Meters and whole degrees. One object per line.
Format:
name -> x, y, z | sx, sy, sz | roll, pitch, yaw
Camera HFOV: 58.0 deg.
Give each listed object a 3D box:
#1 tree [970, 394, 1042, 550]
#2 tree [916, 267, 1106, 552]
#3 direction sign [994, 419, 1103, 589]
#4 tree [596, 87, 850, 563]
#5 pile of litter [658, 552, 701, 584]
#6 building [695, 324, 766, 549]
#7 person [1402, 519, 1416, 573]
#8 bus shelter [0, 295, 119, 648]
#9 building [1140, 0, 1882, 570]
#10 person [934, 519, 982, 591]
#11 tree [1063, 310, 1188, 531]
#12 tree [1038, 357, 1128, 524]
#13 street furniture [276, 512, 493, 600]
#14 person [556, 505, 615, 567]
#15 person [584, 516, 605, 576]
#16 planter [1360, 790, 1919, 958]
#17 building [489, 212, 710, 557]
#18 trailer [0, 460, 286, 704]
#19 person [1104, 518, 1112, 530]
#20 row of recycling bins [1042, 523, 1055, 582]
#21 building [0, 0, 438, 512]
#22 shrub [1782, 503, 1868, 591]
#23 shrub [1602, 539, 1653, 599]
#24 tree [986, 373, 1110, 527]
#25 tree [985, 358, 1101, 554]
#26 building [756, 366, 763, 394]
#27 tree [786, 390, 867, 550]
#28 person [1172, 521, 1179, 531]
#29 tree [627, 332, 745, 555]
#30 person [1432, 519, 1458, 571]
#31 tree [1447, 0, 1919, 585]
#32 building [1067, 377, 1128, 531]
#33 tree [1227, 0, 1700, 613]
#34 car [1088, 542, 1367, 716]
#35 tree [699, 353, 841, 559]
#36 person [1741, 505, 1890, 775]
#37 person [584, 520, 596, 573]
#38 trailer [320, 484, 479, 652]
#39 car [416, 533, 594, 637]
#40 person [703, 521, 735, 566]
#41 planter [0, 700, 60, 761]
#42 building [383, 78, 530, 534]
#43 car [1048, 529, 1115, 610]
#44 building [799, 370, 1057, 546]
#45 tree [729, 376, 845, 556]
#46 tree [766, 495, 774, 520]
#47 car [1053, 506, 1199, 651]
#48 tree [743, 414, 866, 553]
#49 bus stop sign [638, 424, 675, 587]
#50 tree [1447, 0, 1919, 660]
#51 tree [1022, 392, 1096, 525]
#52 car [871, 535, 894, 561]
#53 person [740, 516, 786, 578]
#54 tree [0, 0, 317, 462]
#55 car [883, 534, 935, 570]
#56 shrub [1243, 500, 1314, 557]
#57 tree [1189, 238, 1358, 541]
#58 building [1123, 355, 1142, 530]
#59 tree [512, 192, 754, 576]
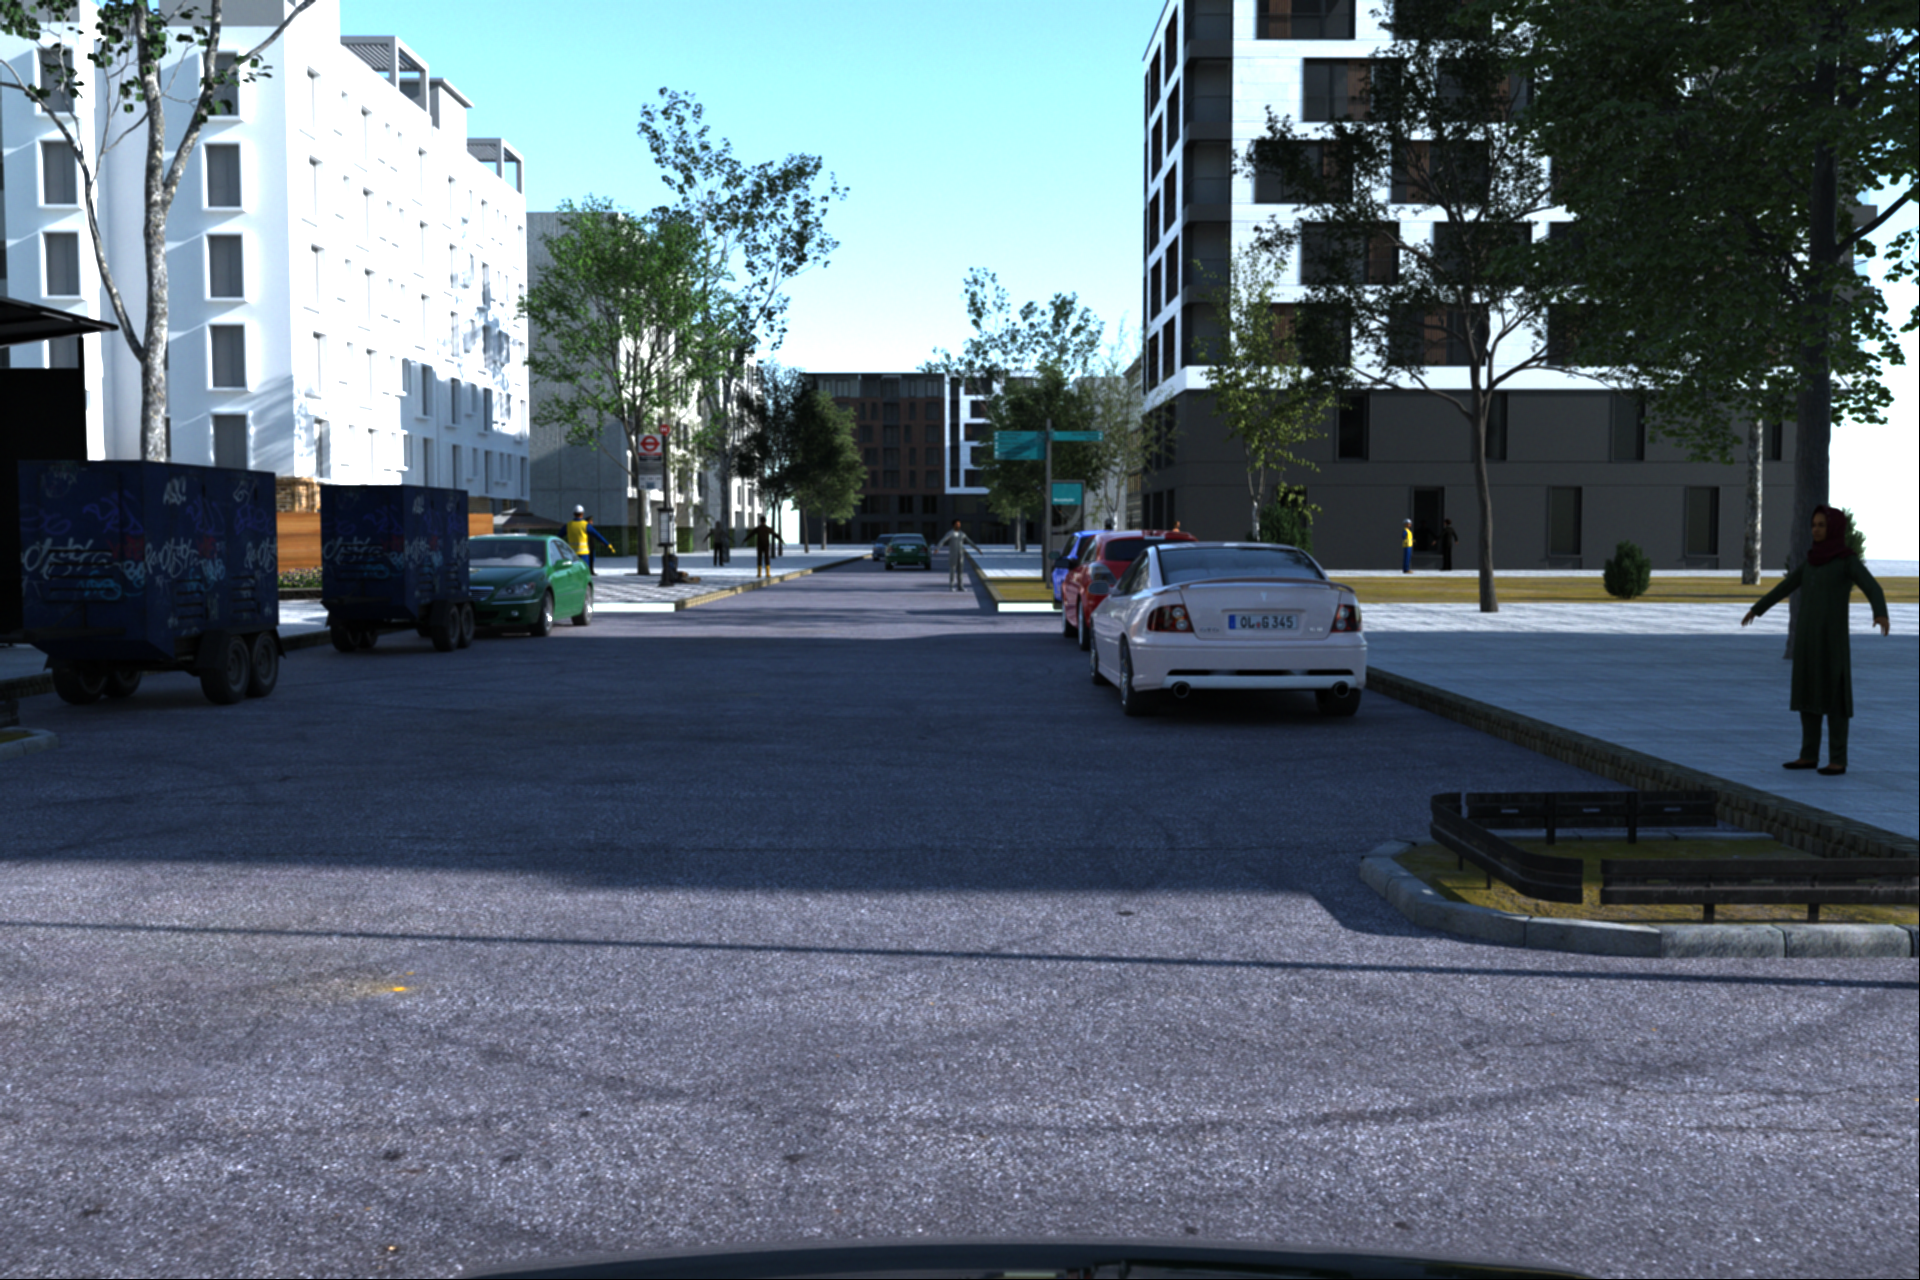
tree -> 4.682, -13.445, 137.947 | 7.486, 12.596, 7.792 | 0, 3, 0
tree -> 3.146, -16.430, 124.521 | 12.611, 20.169, 13.585 | 0, 3, 0
direction sign -> 2.069, -3.108, 39.581 | 2.525, 3.948, 1.411 | 0, 4, -2
tree -> -11.873, -13.490, 76.451 | 12.611, 20.169, 13.585 | 0, 3, 0
pile of litter -> -7.368, -1.924, 45.430 | 1.176, 0.858, 1.719 | 0, 4, 1
building -> -28.447, -18.065, 161.813 | 16.747, 18.905, 31.486 | 0, 4, 1
person -> 14.746, -3.078, 56.795 | 0.721, 1.772, 1.216 | 2, 4, 29
bus shelter -> -10.301, -1.543, 16.507 | 1.731, 3.624, 6.357 | 0, 4, 0
building -> 21.783, -14.273, 77.335 | 27.936, 21.610, 32.646 | 0, 4, 0
person -> -0.078, -2.128, 43.437 | 1.347, 1.806, 0.705 | -2, 4, -27
tree -> 4.973, -6.563, 57.674 | 4.360, 8.622, 3.978 | 0, 3, 0
tree -> 4.905, -7.487, 72.774 | 4.737, 8.622, 4.395 | 0, 3, 0
street furniture -> -14.155, -1.807, 36.399 | 9.812, 1.723, 11.010 | -3, 4, -38
person -> -7.303, -1.668, 33.241 | 1.349, 1.833, 0.705 | 0, 4, 5
person -> -11.417, -2.906, 53.450 | 0.705, 1.837, 1.347 | 1, 4, 20
planter -> 2.662, 0.875, 6.838 | 1.991, 0.319, 1.994 | 0, 4, -1
building -> -26.922, -14.963, 111.104 | 16.747, 18.905, 31.486 | 0, 4, 0
trailer -> -6.795, -0.434, 14.151 | 1.471, 1.999, 3.904 | 0, 4, 0
person -> 5.426, -3.539, 63.626 | 1.354, 1.858, 0.705 | -3, 5, -43
row of recycling bins -> 2.735, -2.457, 47.288 | 1.069, 1.692, 3.534 | 0, 4, -1
building -> -25.877, -12.239, 56.523 | 16.016, 20.090, 11.380 | 0, 4, -1
shrub -> 17.715, -1.899, 35.465 | 1.690, 2.028, 1.600 | 0, 3, 0
shrub -> 13.155, -1.410, 34.178 | 1.383, 1.207, 1.383 | 0, 3, 0
tree -> 5.160, -10.086, 99.315 | 7.601, 10.594, 8.767 | -1, 4, -15
tree -> 5.468, -11.822, 111.424 | 7.486, 12.596, 7.792 | 0, 3, 0
building -> -26.948, -20.002, 183.452 | 16.016, 20.090, 11.380 | 0, 4, -1
tree -> -11.110, -13.384, 136.959 | 7.486, 12.596, 7.792 | 0, 3, 0
person -> 7.551, -3.244, 59.842 | 0.721, 1.733, 1.217 | 3, 4, 37
tree -> -10.702, -6.941, 63.851 | 4.360, 8.622, 3.978 | 0, 3, 0
person -> 16.997, -3.322, 60.498 | 1.347, 1.806, 0.705 | -3, 4, -37
tree -> 18.973, -11.530, 44.413 | 12.611, 20.169, 13.585 | 0, 3, 0
building -> 21.379, -20.590, 203.100 | 16.747, 18.905, 31.486 | 0, 3, 0
tree -> 8.413, -5.744, 28.323 | 7.601, 10.594, 8.767 | 2, 4, 32
car -> 2.195, -0.163, 15.033 | 2.083, 1.381, 4.827 | 0, 4, -1
tree -> -9.909, -9.524, 90.129 | 8.767, 10.594, 7.601 | 1, 4, 13
person -> 4.598, -0.006, 9.313 | 0.599, 1.438, 0.989 | -1, 4, -18
person -> -12.171, -3.092, 56.688 | 1.347, 1.817, 0.704 | 1, 4, 14
trailer -> -6.880, -0.834, 20.689 | 1.471, 1.999, 3.904 | 0, 4, 0
car -> -6.689, -0.852, 25.725 | 2.131, 1.459, 4.920 | 0, 4, -1
person -> -9.729, -3.890, 69.728 | 1.348, 1.813, 0.705 | 1, 4, 14
planter -> -7.038, 0.611, 11.144 | 1.991, 0.319, 1.994 | 0, 4, 0
building -> -26.346, -13.264, 73.279 | 16.016, 20.090, 11.380 | 0, 4, -1
car -> 2.608, -1.352, 31.692 | 1.945, 1.707, 3.694 | 0, 4, -1
building -> -3.841, -23.339, 228.029 | 32.646, 21.610, 27.936 | 0, 4, 1
tree -> -10.348, -10.201, 101.198 | 8.767, 10.594, 7.601 | 2, 4, 24
tree -> -25.743, -16.876, 226.276 | 4.737, 8.622, 4.395 | 0, 3, 0
car -> 2.338, -0.840, 22.781 | 2.155, 1.783, 4.494 | 0, 4, -1
tree -> -10.611, -11.276, 118.776 | 8.767, 10.594, 7.601 | -1, 4, -23
bus stop sign -> -7.403, -3.274, 42.237 | 0.855, 3.939, 0.416 | 0, 4, 1
tree -> 8.622, -6.044, 16.953 | 7.486, 12.596, 7.792 | 0, 3, 0
tree -> 4.930, -8.543, 90.047 | 4.360, 8.622, 3.978 | 0, 3, 0
car -> -3.746, -4.955, 93.010 | 2.014, 1.417, 4.499 | 0, 4, 0
person -> -5.815, -2.756, 51.206 | 1.346, 1.812, 0.704 | 0, 4, -5
tree -> -12.329, -10.536, 28.148 | 12.611, 20.169, 13.585 | 0, 3, 0
car -> -2.078, -3.562, 70.033 | 2.131, 1.459, 4.920 | 0, 4, -1
shrub -> 6.809, -2.015, 37.363 | 1.690, 2.028, 1.600 | 0, 3, 0
tree -> 7.479, -5.661, 42.926 | 4.737, 8.622, 4.395 | 0, 3, 0
building -> 24.981, -19.767, 154.124 | 19.493, 23.208, 18.063 | 0, 4, 0
tree -> -9.994, -7.820, 53.606 | 9.928, 11.665, 9.643 | 0, 3, 0
